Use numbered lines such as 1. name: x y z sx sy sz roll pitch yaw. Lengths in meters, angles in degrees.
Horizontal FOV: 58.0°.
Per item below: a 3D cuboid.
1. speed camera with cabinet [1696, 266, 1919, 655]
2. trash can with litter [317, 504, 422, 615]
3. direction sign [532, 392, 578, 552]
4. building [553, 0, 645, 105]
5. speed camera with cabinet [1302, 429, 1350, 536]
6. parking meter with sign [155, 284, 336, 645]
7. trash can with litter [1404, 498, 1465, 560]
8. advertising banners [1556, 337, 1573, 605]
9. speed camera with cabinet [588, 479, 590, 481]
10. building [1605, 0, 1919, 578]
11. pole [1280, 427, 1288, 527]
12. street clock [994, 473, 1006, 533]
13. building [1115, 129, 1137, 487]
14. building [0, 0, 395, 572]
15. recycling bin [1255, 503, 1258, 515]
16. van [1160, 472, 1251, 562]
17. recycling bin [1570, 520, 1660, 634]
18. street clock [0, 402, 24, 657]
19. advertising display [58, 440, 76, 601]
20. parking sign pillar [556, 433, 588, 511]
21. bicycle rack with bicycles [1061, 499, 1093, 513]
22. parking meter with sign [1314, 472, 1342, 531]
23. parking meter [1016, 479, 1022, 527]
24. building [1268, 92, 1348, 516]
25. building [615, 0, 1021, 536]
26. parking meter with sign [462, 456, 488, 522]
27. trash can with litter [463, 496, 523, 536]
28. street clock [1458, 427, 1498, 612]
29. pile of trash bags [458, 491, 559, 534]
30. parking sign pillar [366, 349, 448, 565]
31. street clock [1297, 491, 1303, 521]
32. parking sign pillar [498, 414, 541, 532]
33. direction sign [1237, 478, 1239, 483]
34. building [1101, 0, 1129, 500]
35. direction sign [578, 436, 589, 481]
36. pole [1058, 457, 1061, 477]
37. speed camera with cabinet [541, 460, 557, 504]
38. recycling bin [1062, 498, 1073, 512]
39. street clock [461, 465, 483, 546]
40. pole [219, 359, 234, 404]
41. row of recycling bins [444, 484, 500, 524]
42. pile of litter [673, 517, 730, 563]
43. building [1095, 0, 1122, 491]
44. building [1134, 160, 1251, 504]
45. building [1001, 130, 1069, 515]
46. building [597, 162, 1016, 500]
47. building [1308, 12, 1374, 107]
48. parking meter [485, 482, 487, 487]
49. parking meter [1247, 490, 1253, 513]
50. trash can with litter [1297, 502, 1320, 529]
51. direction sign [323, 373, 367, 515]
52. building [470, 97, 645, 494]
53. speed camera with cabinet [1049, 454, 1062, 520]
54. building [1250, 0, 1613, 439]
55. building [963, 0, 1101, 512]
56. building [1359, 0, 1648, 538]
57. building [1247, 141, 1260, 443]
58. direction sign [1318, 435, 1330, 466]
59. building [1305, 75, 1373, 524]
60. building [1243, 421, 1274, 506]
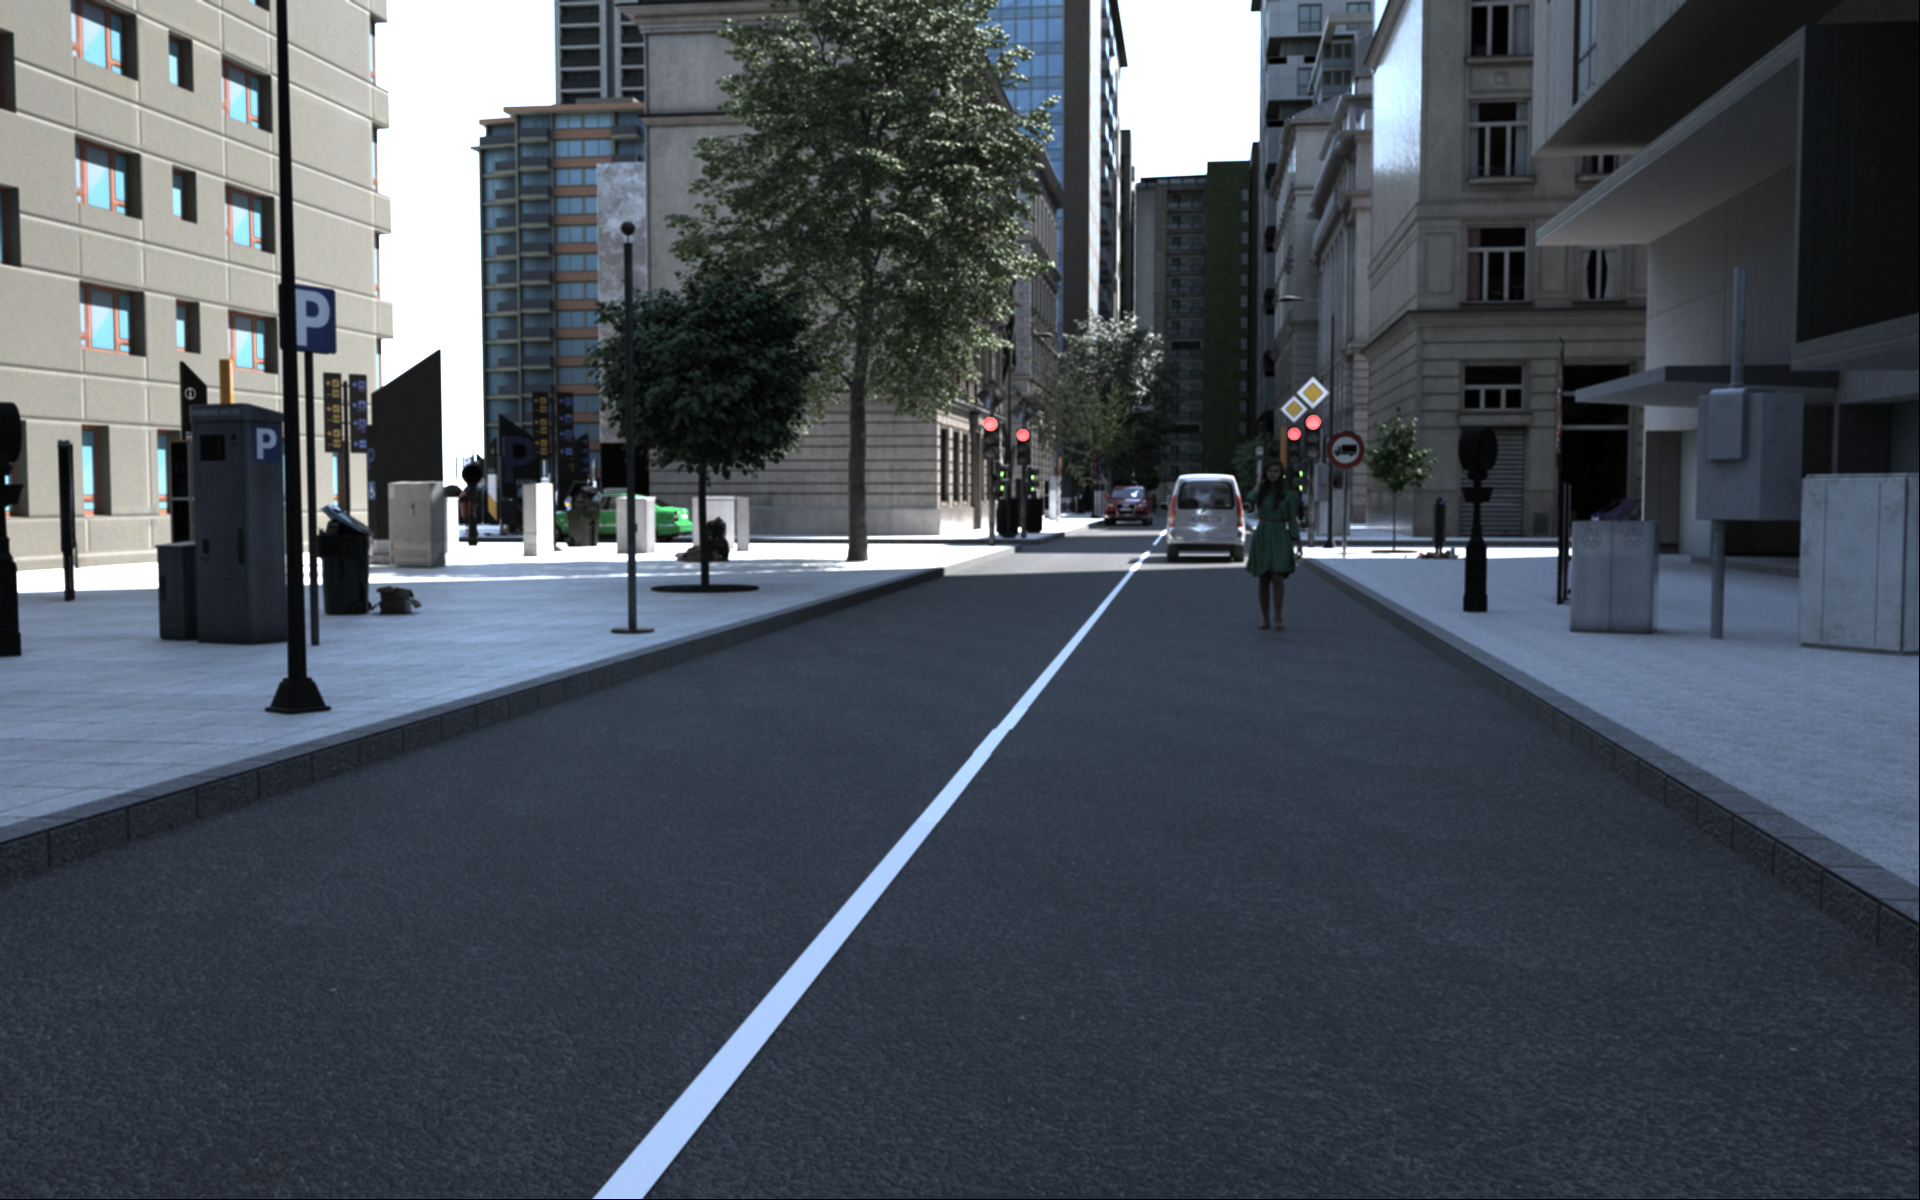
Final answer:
1. speed camera with cabinet: 7.267 -1.242 14.643 0.660 3.252 2.038 -2 4 -27
2. trash can with litter: -6.345 -0.441 18.603 1.055 1.170 0.624 0 4 -5
3. direction sign: -9.035 -2.846 38.527 0.876 3.537 0.379 -1 4 -15
4. building: -40.208 -48.276 227.571 20.611 71.187 20.563 0 4 8
5. speed camera with cabinet: 11.246 -3.597 53.151 0.660 3.252 2.038 3 5 41
6. parking meter with sign: -6.224 -1.144 14.959 1.738 3.016 0.543 2 4 25
7. trash can with litter: 9.844 -1.463 34.975 1.678 1.210 2.233 2 4 24
8. advertising banners: 7.086 -1.477 20.331 0.090 3.025 2.074 2 4 23
9. speed camera with cabinet: -23.012 -6.643 102.941 2.038 3.252 0.660 2 4 25
10. building: 24.035 -26.482 22.212 28.713 52.752 27.495 0 4 8
11. pole: 9.781 -3.579 52.367 0.158 3.312 0.155 0 3 0
12. street clock: 1.308 -3.257 57.815 0.471 2.002 0.358 -1 4 -8
13. building: 11.536 -36.530 220.966 21.600 48.544 21.300 0 4 8
14. building: -29.827 -11.295 29.719 28.899 21.520 27.650 0 4 8
15. recycling bin: 18.411 -5.672 105.298 0.722 1.027 0.722 3 5 43
16. van: 5.392 -1.900 38.083 2.013 2.044 4.112 0 4 8
17. recycling bin: 6.152 -0.227 16.265 0.722 1.027 0.722 2 4 26
18. street clock: -7.581 -0.558 13.688 0.358 2.002 0.471 -3 5 -43
19. advertising display: -10.880 -0.973 21.120 0.123 1.923 0.974 -2 4 -25
20. parking sign pillar: -16.978 -5.341 75.804 1.447 3.967 1.447 -1 4 -22
21. bicycle rack with bicycles: 7.706 -6.424 118.415 2.925 0.926 2.852 -1 4 -11
22. parking meter with sign: 13.113 -3.975 61.247 1.738 3.016 0.543 -3 4 -37
23. parking meter: 2.346 -3.724 66.594 0.255 1.863 0.399 3 5 42
24. building: 26.210 -19.110 109.708 12.463 27.353 25.104 0 4 8
25. building: -4.047 -12.089 62.281 10.561 19.102 19.286 0 4 8
26. parking meter with sign: -22.517 -5.175 80.871 0.543 3.016 1.738 1 4 17
27. trash can with litter: -14.277 -2.583 53.282 2.233 1.210 1.678 -2 4 -35
28. street clock: 5.630 -0.874 18.868 0.358 2.002 0.471 3 5 44
29. pile of trash bags: -14.421 -2.814 55.758 3.447 1.369 1.912 0 4 0
30. parking sign pillar: -10.209 -2.655 31.875 1.447 3.967 1.447 -3 5 -41
31. street clock: 16.345 -4.798 83.011 0.358 2.002 0.471 3 4 36
32. parking sign pillar: -14.772 -4.261 58.141 1.447 3.967 1.447 -2 4 -27
33. direction sign: 19.064 -7.753 118.757 0.379 3.537 0.876 1 4 12
34. building: 3.598 -36.491 185.868 27.495 52.752 28.713 0 4 8
35. direction sign: -14.965 -4.640 67.854 0.876 3.537 0.379 -1 4 -19
36. pole: 5.496 -6.236 95.795 0.158 3.312 0.155 0 3 0
37. speed camera with cabinet: -23.659 -6.527 101.044 2.038 3.252 0.660 -3 4 -36
38. recycling bin: 7.747 -6.874 124.945 0.722 1.027 0.722 1 4 13
39. street clock: -12.038 -2.335 42.742 0.471 2.002 0.358 -2 4 -32
40. pole: -11.128 -1.989 26.356 0.158 3.312 0.155 0 3 0
41. row of recycling bins: -20.599 -4.128 74.599 3.534 1.692 1.069 -3 4 -38
42. pile of litter: -4.940 -1.176 33.194 1.176 0.858 1.719 1 4 10
43. building: 2.336 -32.759 155.221 23.786 49.044 30.456 0 4 8
44. building: 28.769 -32.533 215.501 14.086 41.232 14.154 0 4 8
45. building: 0.250 -16.820 103.891 11.050 23.489 19.941 0 4 8
46. building: -5.954 -13.045 80.730 16.820 18.784 16.811 0 4 8
47. building: 40.152 -27.084 134.706 32.217 40.220 23.993 0 4 8
48. parking meter: -23.861 -4.962 86.841 0.255 1.863 0.399 -1 4 -16
49. parking meter: 19.448 -6.740 115.909 0.399 1.863 0.255 1 4 9
50. trash can with litter: 12.931 -3.241 64.373 1.055 1.170 0.624 -3 4 -36
51. direction sign: -11.564 -2.488 32.677 0.379 3.537 0.876 3 5 39
52. building: -37.977 -33.007 194.291 28.867 44.769 22.147 0 4 8
53. speed camera with cabinet: 4.675 -5.544 84.979 0.660 3.252 2.038 0 4 5
54. building: 41.548 -34.913 160.066 28.713 52.752 27.495 0 4 8
55. building: 3.418 -29.507 132.557 14.600 45.320 14.200 0 4 8
56. building: 28.544 -13.624 56.034 30.059 22.955 16.112 0 4 8
57. building: 42.840 -34.482 213.896 14.200 45.320 14.600 0 4 8
58. direction sign: 13.879 -4.530 66.068 0.379 3.537 0.876 3 5 42
59. building: 24.399 -14.883 85.139 13.314 21.916 24.055 0 4 8
60. building: 40.612 -45.603 183.858 20.563 71.187 20.611 0 4 8
